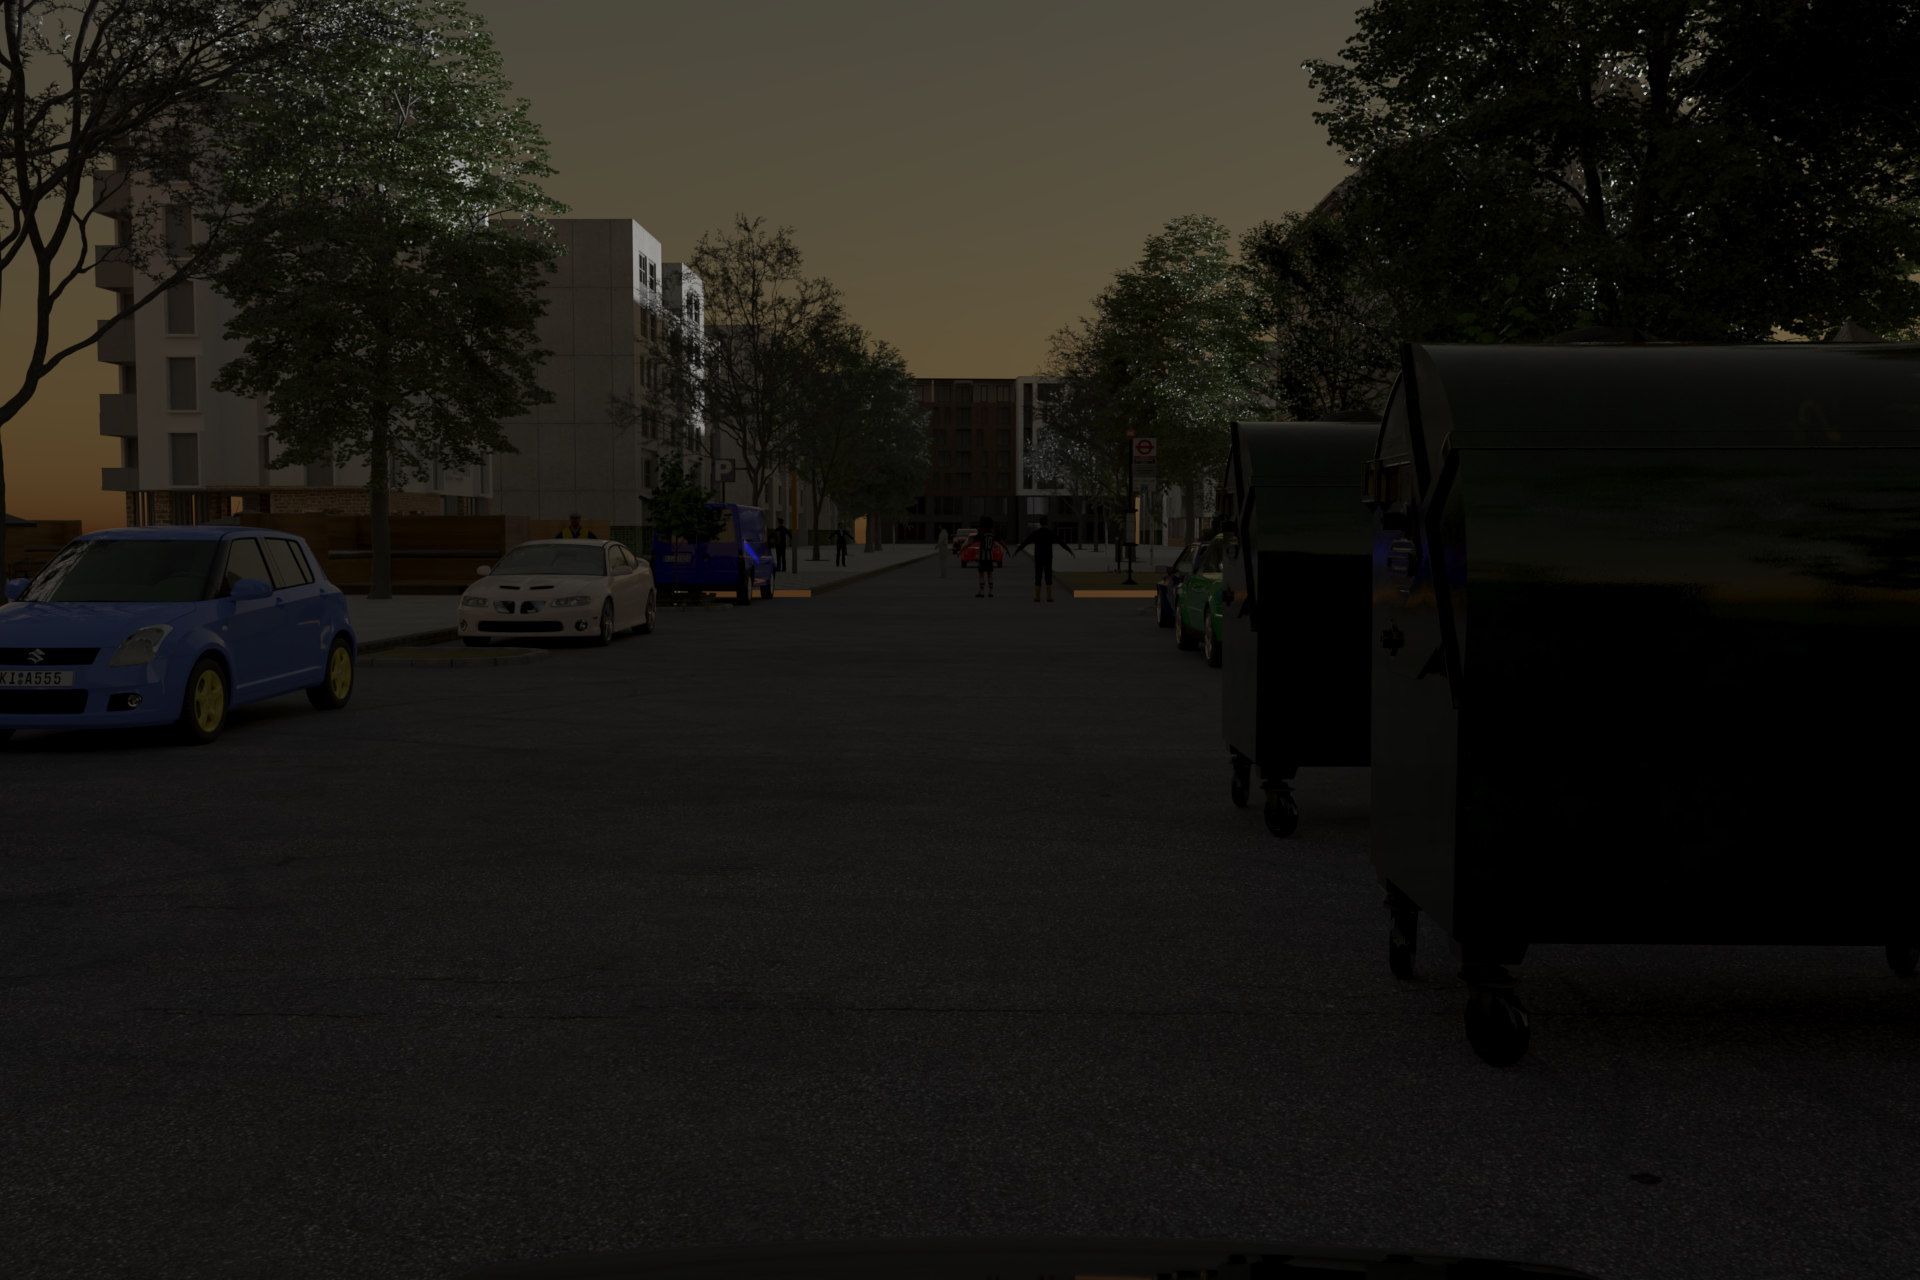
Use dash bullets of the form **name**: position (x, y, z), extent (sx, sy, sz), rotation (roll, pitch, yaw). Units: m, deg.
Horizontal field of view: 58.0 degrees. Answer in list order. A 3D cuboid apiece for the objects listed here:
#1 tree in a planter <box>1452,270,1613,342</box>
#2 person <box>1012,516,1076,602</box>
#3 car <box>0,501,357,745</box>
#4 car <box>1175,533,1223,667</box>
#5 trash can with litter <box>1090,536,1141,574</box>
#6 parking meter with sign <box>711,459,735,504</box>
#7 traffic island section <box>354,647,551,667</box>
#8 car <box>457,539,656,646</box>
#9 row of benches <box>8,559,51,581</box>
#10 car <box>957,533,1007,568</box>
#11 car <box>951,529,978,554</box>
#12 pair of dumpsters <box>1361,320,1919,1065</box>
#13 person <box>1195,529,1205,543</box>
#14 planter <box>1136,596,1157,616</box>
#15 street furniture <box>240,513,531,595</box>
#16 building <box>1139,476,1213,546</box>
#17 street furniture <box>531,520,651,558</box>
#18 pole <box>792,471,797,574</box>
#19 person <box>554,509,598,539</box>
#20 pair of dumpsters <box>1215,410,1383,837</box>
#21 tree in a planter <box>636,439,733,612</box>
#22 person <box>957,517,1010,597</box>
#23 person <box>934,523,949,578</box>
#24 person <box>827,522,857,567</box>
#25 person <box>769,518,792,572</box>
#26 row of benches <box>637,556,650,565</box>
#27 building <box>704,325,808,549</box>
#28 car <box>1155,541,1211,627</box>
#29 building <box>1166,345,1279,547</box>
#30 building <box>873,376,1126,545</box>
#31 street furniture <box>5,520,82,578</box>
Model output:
- **tree in a planter**: position (3.793, -0.890, 11.774), extent (1.991, 3.239, 1.994), rotation (0, 4, 1)
- **person**: position (1.771, -1.718, 36.680), extent (1.346, 1.812, 0.704), rotation (0, 4, 4)
- **car**: position (-5.918, -0.203, 12.908), extent (1.945, 1.707, 3.694), rotation (0, 4, 1)
- **car**: position (3.556, -0.684, 19.984), extent (1.959, 1.807, 4.718), rotation (0, 4, 0)
- **trash can with litter**: position (5.156, -2.814, 57.068), extent (1.678, 1.210, 2.233), rotation (0, 4, 1)
- **parking meter with sign**: position (-5.413, -2.728, 40.864), extent (0.543, 3.016, 1.738), rotation (0, 4, 3)
- **traffic island section**: position (-5.751, 0.198, 19.623), extent (1.991, 0.108, 1.994), rotation (0, 4, 2)
- **car**: position (-5.381, -0.688, 23.610), extent (2.083, 1.381, 4.827), rotation (0, 4, 1)
- **row of benches**: position (-22.344, -1.782, 44.604), extent (4.104, 0.672, 1.422), rotation (-2, 4, -34)
- **car**: position (0.954, -4.041, 75.115), extent (2.155, 1.783, 4.494), rotation (0, 4, 1)
- **car**: position (0.510, -7.051, 123.960), extent (2.281, 1.827, 5.304), rotation (0, 4, 1)
- **pair of dumpsters**: position (3.462, -0.009, 5.091), extent (4.436, 2.255, 1.574), rotation (0, 4, 2)
- **person**: position (6.695, -2.326, 47.296), extent (0.991, 1.433, 0.599), rotation (0, 4, -5)
- **planter**: position (4.201, -0.617, 31.227), extent (1.991, 0.319, 1.994), rotation (0, 4, 2)
- **street furniture**: position (-13.768, -2.078, 40.830), extent (11.010, 1.723, 9.812), rotation (0, 4, 4)
- **building**: position (31.226, -20.878, 207.805), extent (16.747, 18.905, 31.486), rotation (0, 4, 1)
- **street furniture**: position (-12.963, -2.998, 55.869), extent (11.010, 1.723, 9.812), rotation (-3, 5, -39)
- **pole**: position (-5.364, -3.808, 56.110), extent (0.158, 3.312, 0.155), rotation (0, 3, 0)
- **person**: position (-6.211, -1.197, 27.989), extent (1.349, 1.833, 0.705), rotation (-1, 4, -12)
- **pair of dumpsters**: position (3.519, -0.227, 8.660), extent (4.436, 2.255, 1.574), rotation (0, 4, 0)
- **tree in a planter**: position (-5.381, -2.177, 32.810), extent (1.991, 3.239, 1.994), rotation (0, 4, 2)
- **person**: position (0.573, -1.877, 39.283), extent (1.345, 1.843, 0.704), rotation (-2, 4, -26)
- **person**: position (-0.588, -2.954, 56.935), extent (0.705, 1.806, 1.347), rotation (1, 4, 12)
- **person**: position (-4.626, -3.722, 67.581), extent (1.216, 1.740, 0.721), rotation (-1, 4, -22)
- **person**: position (-6.134, -3.251, 59.095), extent (1.347, 1.837, 0.705), rotation (-3, 5, -44)
- **row of benches**: position (-10.229, -2.054, 49.054), extent (4.104, 0.672, 1.422), rotation (2, 4, 27)
- **building**: position (-24.615, -18.097, 162.343), extent (16.747, 18.905, 31.486), rotation (0, 4, 2)
- **car**: position (3.896, -0.786, 25.439), extent (1.945, 1.354, 3.894), rotation (0, 4, 0)
- **building**: position (26.946, -19.906, 181.889), extent (16.016, 20.090, 11.380), rotation (0, 4, 2)
- **building**: position (4.422, -23.846, 236.313), extent (32.646, 21.610, 27.936), rotation (0, 4, -4)
- **street furniture**: position (-30.568, -2.803, 52.679), extent (9.812, 1.723, 11.010), rotation (3, 5, 42)
